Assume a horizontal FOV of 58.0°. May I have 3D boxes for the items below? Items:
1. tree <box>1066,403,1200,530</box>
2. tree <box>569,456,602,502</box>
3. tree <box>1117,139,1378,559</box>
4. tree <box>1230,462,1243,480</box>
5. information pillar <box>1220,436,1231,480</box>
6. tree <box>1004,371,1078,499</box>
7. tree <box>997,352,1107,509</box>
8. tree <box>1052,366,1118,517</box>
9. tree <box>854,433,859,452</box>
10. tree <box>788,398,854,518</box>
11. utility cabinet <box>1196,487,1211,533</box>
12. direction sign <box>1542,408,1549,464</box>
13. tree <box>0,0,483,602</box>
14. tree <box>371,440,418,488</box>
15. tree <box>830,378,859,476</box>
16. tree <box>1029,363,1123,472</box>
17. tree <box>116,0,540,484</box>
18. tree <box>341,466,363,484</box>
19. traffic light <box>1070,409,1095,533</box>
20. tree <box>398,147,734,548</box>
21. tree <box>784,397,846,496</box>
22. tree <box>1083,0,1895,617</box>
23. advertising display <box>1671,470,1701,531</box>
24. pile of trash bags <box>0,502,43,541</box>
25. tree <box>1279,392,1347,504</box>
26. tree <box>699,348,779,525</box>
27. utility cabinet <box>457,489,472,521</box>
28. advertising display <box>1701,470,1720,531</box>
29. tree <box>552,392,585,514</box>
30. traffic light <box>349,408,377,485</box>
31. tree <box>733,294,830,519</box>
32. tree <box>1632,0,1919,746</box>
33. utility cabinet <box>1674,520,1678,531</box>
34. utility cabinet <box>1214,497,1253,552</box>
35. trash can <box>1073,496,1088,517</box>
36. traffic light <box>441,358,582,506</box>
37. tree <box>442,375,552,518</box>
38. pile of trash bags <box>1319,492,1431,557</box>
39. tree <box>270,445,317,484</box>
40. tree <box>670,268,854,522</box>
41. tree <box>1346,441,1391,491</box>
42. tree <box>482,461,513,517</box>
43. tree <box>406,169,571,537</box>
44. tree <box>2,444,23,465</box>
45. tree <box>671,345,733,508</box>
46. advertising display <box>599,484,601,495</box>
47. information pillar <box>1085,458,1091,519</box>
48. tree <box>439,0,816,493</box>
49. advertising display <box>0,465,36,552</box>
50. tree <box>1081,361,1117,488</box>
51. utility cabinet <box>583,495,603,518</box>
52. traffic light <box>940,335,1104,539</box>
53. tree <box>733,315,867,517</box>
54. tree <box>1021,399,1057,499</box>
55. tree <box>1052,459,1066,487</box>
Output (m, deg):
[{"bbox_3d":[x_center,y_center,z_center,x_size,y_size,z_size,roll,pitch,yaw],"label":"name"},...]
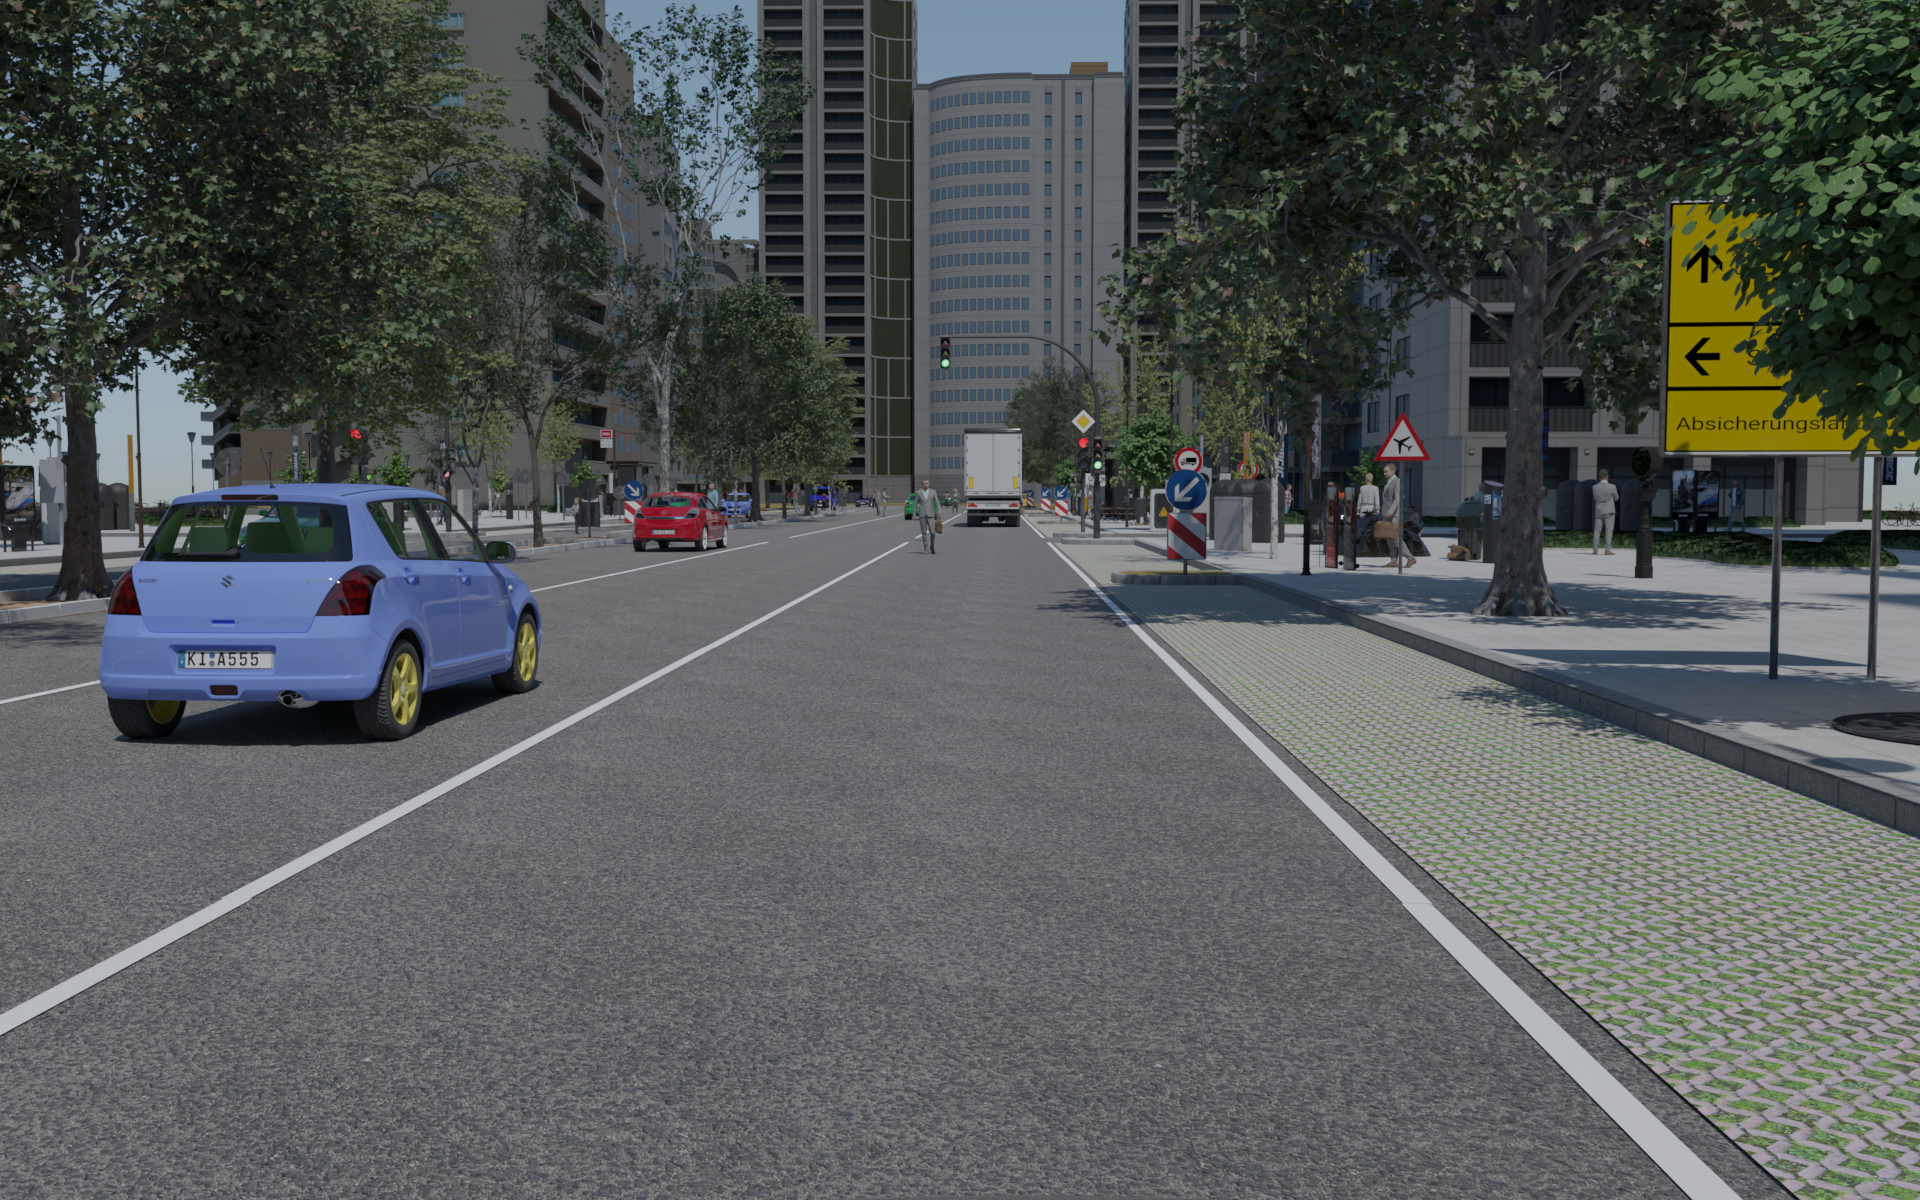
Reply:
[{"bbox_3d":[6.880,-4.788,62.004,4.285,4.588,4.351,0,3,0],"label":"tree"},{"bbox_3d":[-18.703,-5.643,86.866,1.663,3.219,1.824,0,3,0],"label":"tree"},{"bbox_3d":[5.955,-5.112,33.950,4.737,8.622,4.395,0,3,0],"label":"tree"},{"bbox_3d":[15.956,-6.389,99.054,1.663,3.219,1.824,0,3,0],"label":"tree"},{"bbox_3d":[10.682,-4.793,69.715,0.183,3.616,0.504,-3,5,-42],"label":"information pillar"},{"bbox_3d":[9.191,-16.623,178.438,9.857,13.997,8.962,0,3,0],"label":"tree"},{"bbox_3d":[8.408,-14.687,150.502,12.009,13.543,11.850,0,3,0],"label":"tree"},{"bbox_3d":[7.276,-9.019,97.819,4.360,8.622,3.978,0,3,0],"label":"tree"},{"bbox_3d":[-9.073,-10.272,120.760,4.737,8.622,4.395,0,3,0],"label":"tree"},{"bbox_3d":[-9.606,-9.928,115.146,4.737,8.622,4.395,0,3,0],"label":"tree"},{"bbox_3d":[8.326,-2.937,56.697,1.173,1.500,0.318,0,4,7],"label":"utility cabinet"},{"bbox_3d":[14.988,-3.268,45.428,0.876,3.537,0.379,0,4,-5],"label":"direction sign"},{"bbox_3d":[-11.800,-6.338,23.089,9.611,12.733,9.660,0,3,0],"label":"tree"},{"bbox_3d":[-20.310,-4.145,62.372,1.663,3.219,1.824,0,3,0],"label":"tree"},{"bbox_3d":[-9.705,-9.748,96.243,8.767,10.594,7.601,0,4,1],"label":"tree"},{"bbox_3d":[8.578,-11.526,122.865,7.601,10.594,8.767,-1,4,-15],"label":"tree"},{"bbox_3d":[-11.661,-6.798,31.725,7.486,12.596,7.792,0,3,0],"label":"tree"},{"bbox_3d":[-41.151,-7.568,118.344,1.663,3.219,1.824,0,3,0],"label":"tree"},{"bbox_3d":[4.082,-4.205,57.665,0.839,4.253,0.868,0,4,1],"label":"traffic light"},{"bbox_3d":[-10.976,-6.629,45.261,8.767,10.594,7.601,0,4,1],"label":"tree"},{"bbox_3d":[-17.153,-17.637,195.016,9.857,13.997,8.962,0,3,0],"label":"tree"},{"bbox_3d":[6.096,-6.184,18.112,9.611,12.733,9.660,0,3,0],"label":"tree"},{"bbox_3d":[19.194,-2.488,45.891,0.123,1.923,0.974,-1,4,-12],"label":"advertising display"},{"bbox_3d":[-25.854,-2.358,48.301,1.912,1.369,3.447,-3,5,-45],"label":"pile of trash bags"},{"bbox_3d":[20.607,-9.233,101.317,4.360,8.622,3.978,0,3,0],"label":"tree"},{"bbox_3d":[-10.424,-7.802,80.389,4.360,8.622,3.978,0,3,0],"label":"tree"},{"bbox_3d":[-23.210,-4.432,81.144,0.318,1.500,1.173,0,4,3],"label":"utility cabinet"},{"bbox_3d":[20.220,-2.573,47.290,0.974,1.923,0.123,0,4,0],"label":"advertising display"},{"bbox_3d":[-26.143,-9.903,112.284,4.737,8.622,4.395,0,3,0],"label":"tree"},{"bbox_3d":[-17.352,-3.744,50.139,0.839,4.253,0.868,0,4,1],"label":"traffic light"},{"bbox_3d":[-10.451,-8.394,74.112,8.767,10.594,7.601,0,4,1],"label":"tree"},{"bbox_3d":[5.372,-1.554,9.122,4.285,4.588,4.351,0,3,0],"label":"tree"},{"bbox_3d":[23.874,-2.833,57.474,0.306,1.237,1.020,2,4,26],"label":"utility cabinet"},{"bbox_3d":[6.170,-1.709,39.111,0.306,1.237,1.020,-2,4,-30],"label":"utility cabinet"},{"bbox_3d":[7.002,-5.331,98.811,0.748,1.137,0.748,0,3,0],"label":"trash can"},{"bbox_3d":[-15.081,-5.104,58.110,4.771,5.953,1.251,0,4,1],"label":"traffic light"},{"bbox_3d":[-25.101,-8.655,91.874,4.737,8.622,4.395,0,3,0],"label":"tree"},{"bbox_3d":[8.497,-1.646,36.664,1.912,1.369,3.447,-1,4,-11],"label":"pile of trash bags"},{"bbox_3d":[-25.371,-4.412,66.730,1.663,3.219,1.824,0,3,0],"label":"tree"},{"bbox_3d":[-10.338,-10.267,87.337,9.611,12.733,9.660,0,3,0],"label":"tree"},{"bbox_3d":[14.859,-4.181,62.967,1.663,3.219,1.824,0,3,0],"label":"tree"},{"bbox_3d":[-25.939,-6.329,98.087,1.663,3.219,1.824,0,3,0],"label":"tree"},{"bbox_3d":[-10.963,-5.282,39.173,4.360,8.622,3.978,0,3,0],"label":"tree"},{"bbox_3d":[-35.382,-6.840,62.200,4.737,8.622,4.395,0,3,0],"label":"tree"},{"bbox_3d":[-18.265,-12.947,129.807,7.486,12.596,7.792,0,3,0],"label":"tree"},{"bbox_3d":[-21.481,-5.997,103.260,0.123,1.923,0.974,-1,4,-11],"label":"advertising display"},{"bbox_3d":[6.536,-6.027,89.892,0.504,3.616,0.183,1,4,16],"label":"information pillar"},{"bbox_3d":[-11.973,-12.558,63.663,12.611,20.169,13.585,0,3,0],"label":"tree"},{"bbox_3d":[-20.934,-2.035,38.479,0.123,1.923,0.974,1,4,11],"label":"advertising display"},{"bbox_3d":[7.577,-7.551,73.815,4.737,8.622,4.395,0,3,0],"label":"tree"},{"bbox_3d":[-19.477,-4.933,91.811,1.020,1.237,0.306,1,4,17],"label":"utility cabinet"},{"bbox_3d":[1.811,-4.582,49.587,4.771,5.953,1.251,0,4,1],"label":"traffic light"},{"bbox_3d":[-9.684,-11.507,108.731,7.486,12.596,7.792,0,3,0],"label":"tree"},{"bbox_3d":[9.499,-17.683,207.246,7.486,12.596,7.792,0,3,0],"label":"tree"},{"bbox_3d":[8.995,-9.528,139.490,4.285,4.588,4.351,0,3,0],"label":"tree"}]
